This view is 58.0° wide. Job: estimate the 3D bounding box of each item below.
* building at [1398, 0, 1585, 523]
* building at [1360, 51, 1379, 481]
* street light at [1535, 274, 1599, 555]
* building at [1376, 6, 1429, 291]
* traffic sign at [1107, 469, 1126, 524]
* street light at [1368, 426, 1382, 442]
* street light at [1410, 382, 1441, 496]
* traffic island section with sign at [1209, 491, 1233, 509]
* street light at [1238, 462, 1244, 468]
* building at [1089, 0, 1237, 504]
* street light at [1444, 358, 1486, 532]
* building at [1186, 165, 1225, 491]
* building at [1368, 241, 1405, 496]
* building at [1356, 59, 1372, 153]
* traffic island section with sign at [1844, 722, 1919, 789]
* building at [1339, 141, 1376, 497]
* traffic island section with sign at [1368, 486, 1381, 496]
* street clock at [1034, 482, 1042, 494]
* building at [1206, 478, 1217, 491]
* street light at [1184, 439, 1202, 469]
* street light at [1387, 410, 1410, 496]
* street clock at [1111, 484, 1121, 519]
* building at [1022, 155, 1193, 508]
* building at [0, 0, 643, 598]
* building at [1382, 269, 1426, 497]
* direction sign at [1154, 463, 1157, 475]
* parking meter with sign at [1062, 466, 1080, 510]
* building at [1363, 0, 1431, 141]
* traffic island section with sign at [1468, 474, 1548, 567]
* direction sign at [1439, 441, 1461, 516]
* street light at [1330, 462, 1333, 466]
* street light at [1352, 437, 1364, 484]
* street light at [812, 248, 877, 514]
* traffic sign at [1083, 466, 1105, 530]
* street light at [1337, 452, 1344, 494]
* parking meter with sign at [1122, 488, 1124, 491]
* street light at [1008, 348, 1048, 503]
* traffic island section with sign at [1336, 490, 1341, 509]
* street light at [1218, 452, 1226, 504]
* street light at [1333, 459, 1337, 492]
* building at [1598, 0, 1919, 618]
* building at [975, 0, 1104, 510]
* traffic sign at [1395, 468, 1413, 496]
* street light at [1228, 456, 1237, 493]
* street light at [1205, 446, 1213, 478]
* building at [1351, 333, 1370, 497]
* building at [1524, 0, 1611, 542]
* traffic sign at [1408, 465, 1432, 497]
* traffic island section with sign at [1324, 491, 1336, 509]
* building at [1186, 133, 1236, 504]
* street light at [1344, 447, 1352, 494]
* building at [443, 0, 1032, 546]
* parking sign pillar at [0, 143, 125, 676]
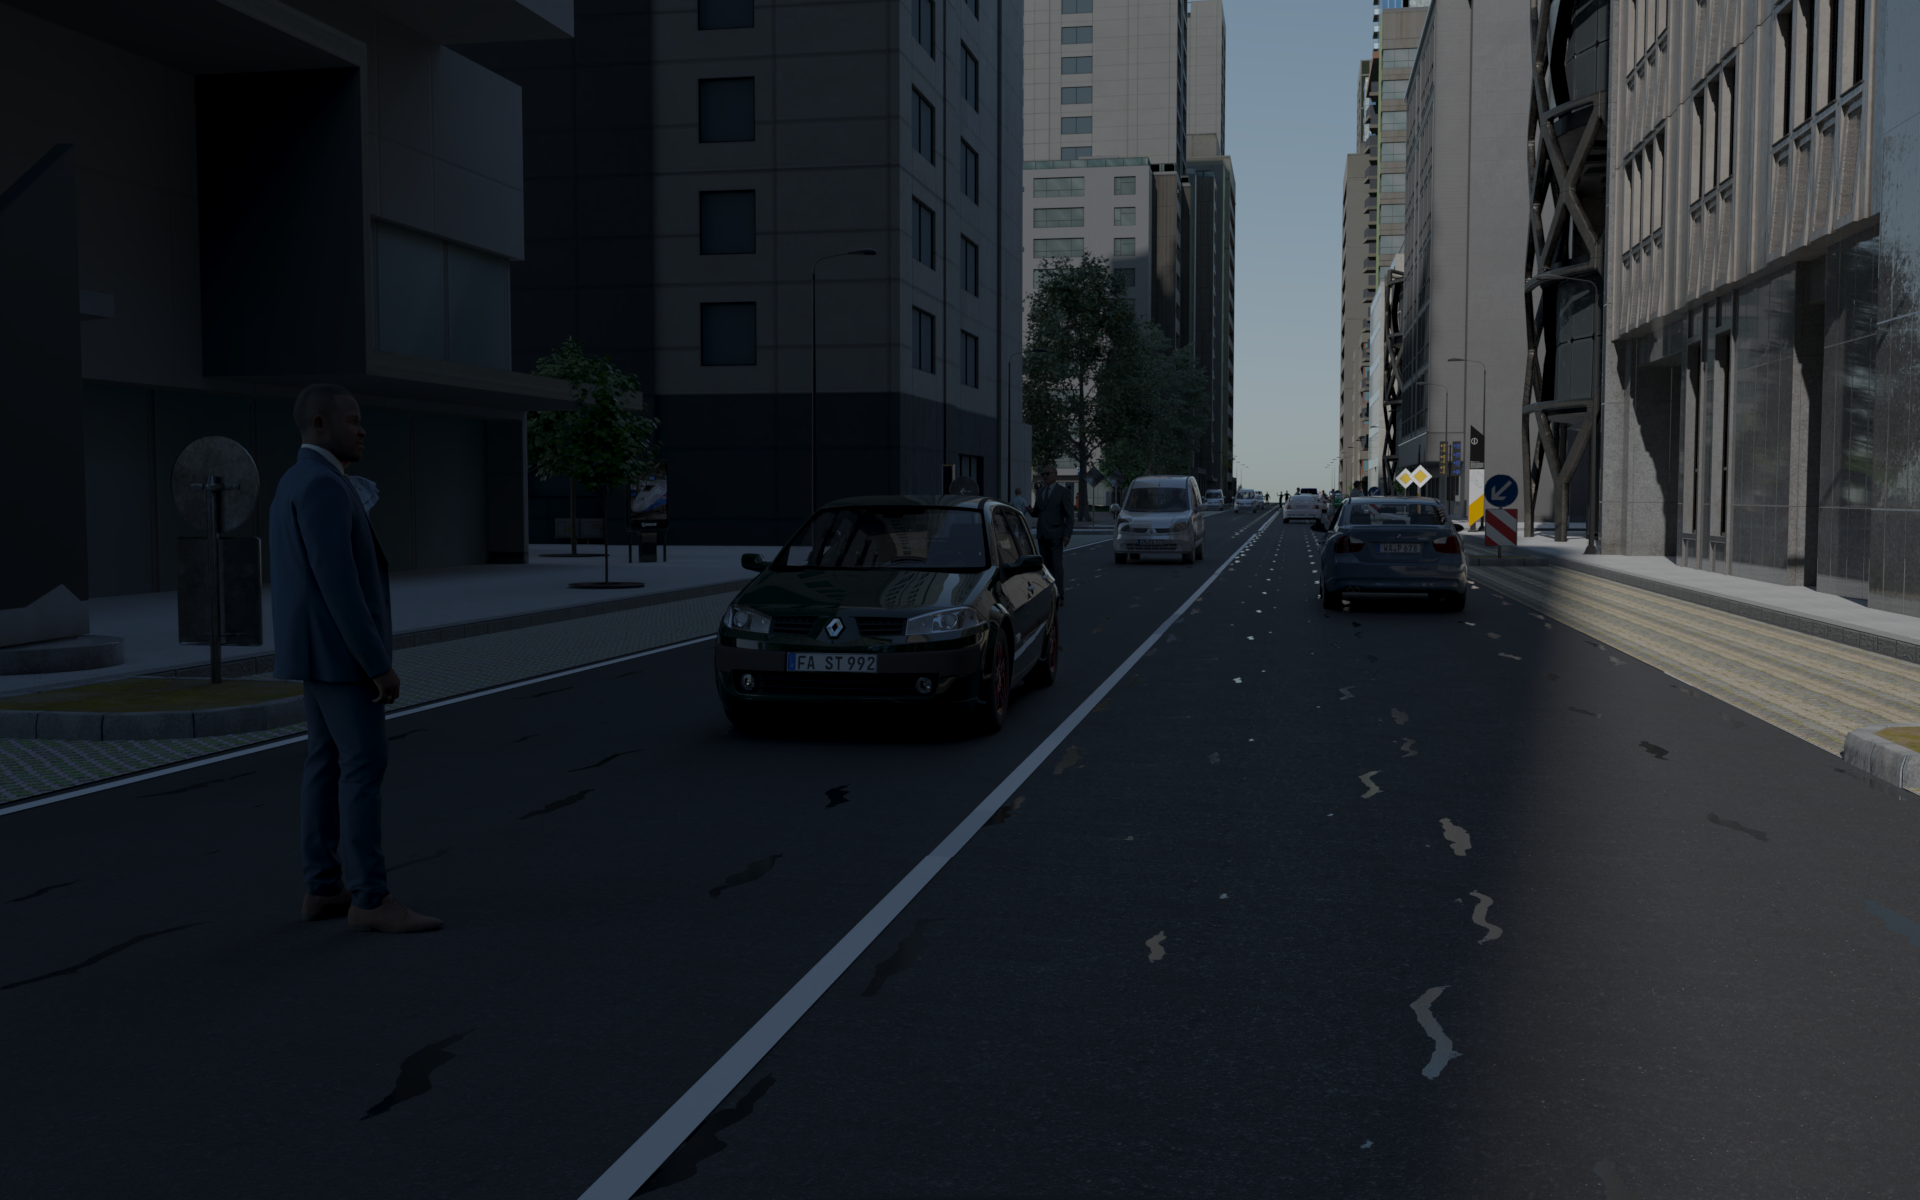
[{"bbox_3d":[30.570,-18.046,88.563,14.314,27.812,24.014,1,4,11],"label":"building"},{"bbox_3d":[50.778,-31.457,168.941,22.147,44.769,28.867,1,4,11],"label":"building"},{"bbox_3d":[12.863,-3.923,36.683,1.470,5.913,1.316,1,4,11],"label":"street light"},{"bbox_3d":[42.867,-28.449,148.741,14.154,41.232,14.086,1,4,11],"label":"building"},{"bbox_3d":[6.270,-4.026,69.461,0.795,2.450,0.064,1,4,11],"label":"traffic sign"},{"bbox_3d":[28.667,-8.905,118.132,1.470,5.913,1.316,1,4,11],"label":"street light"},{"bbox_3d":[19.636,-6.081,71.965,1.470,5.913,1.316,1,4,11],"label":"street light"},{"bbox_3d":[24.925,-9.635,166.165,1.989,1.847,2.006,1,4,11],"label":"traffic island section with sign"},{"bbox_3d":[43.922,-18.289,271.557,1.470,5.913,1.316,1,4,11],"label":"street light"},{"bbox_3d":[31.026,-50.133,257.928,20.563,71.187,20.611,1,4,11],"label":"building"},{"bbox_3d":[17.315,-5.296,59.132,1.470,5.913,1.316,1,4,11],"label":"street light"},{"bbox_3d":[24.622,-32.214,210.285,14.154,41.232,14.086,1,4,11],"label":"building"},{"bbox_3d":[36.711,-16.906,131.160,10.420,20.320,16.860,1,4,11],"label":"building"},{"bbox_3d":[73.054,-51.684,283.278,20.563,71.187,20.611,1,4,11],"label":"building"},{"bbox_3d":[5.647,-0.001,8.652,1.989,1.847,2.006,1,4,11],"label":"traffic island section with sign"},{"bbox_3d":[62.280,-37.226,232.341,21.300,48.544,21.600,1,4,11],"label":"building"},{"bbox_3d":[21.376,-4.973,89.931,1.989,1.847,2.006,1,4,11],"label":"traffic island section with sign"},{"bbox_3d":[4.872,-6.342,108.255,0.471,2.002,0.358,3,4,39],"label":"street clock"},{"bbox_3d":[12.311,-30.643,192.900,32.217,40.220,23.993,1,4,11],"label":"building"},{"bbox_3d":[19.384,-10.554,145.095,1.470,5.913,1.316,1,4,11],"label":"street light"},{"bbox_3d":[24.327,-7.529,95.642,1.470,5.913,1.316,1,4,11],"label":"street light"},{"bbox_3d":[7.921,-5.098,87.915,0.358,2.002,0.471,-2,4,-35],"label":"street clock"},{"bbox_3d":[12.872,-23.244,151.742,14.160,30.474,14.107,1,4,11],"label":"building"},{"bbox_3d":[-21.418,-26.280,18.912,28.713,52.752,27.495,1,4,11],"label":"building"},{"bbox_3d":[36.502,-15.088,114.133,16.820,18.784,16.811,1,4,11],"label":"building"},{"bbox_3d":[13.067,-7.580,115.928,0.379,3.537,0.876,1,4,16],"label":"direction sign"},{"bbox_3d":[6.771,-6.880,108.744,1.738,3.016,0.543,-2,4,-30],"label":"parking meter with sign"},{"bbox_3d":[68.944,-57.780,257.369,22.319,86.520,31.000,1,4,11],"label":"building"},{"bbox_3d":[10.765,-1.620,35.119,1.989,1.847,2.006,1,4,11],"label":"traffic island section with sign"},{"bbox_3d":[20.991,-5.030,74.242,0.876,3.537,0.379,0,4,7],"label":"direction sign"},{"bbox_3d":[49.961,-15.693,229.113,1.470,5.913,1.316,1,4,11],"label":"street light"},{"bbox_3d":[34.395,-10.703,147.538,1.470,5.913,1.316,1,4,11],"label":"street light"},{"bbox_3d":[-2.254,-3.698,33.007,1.470,5.913,1.316,1,4,11],"label":"street light"},{"bbox_3d":[4.754,-3.546,61.620,0.795,2.450,0.064,1,4,11],"label":"traffic sign"},{"bbox_3d":[43.004,-13.453,192.492,1.470,5.913,1.316,1,4,11],"label":"street light"},{"bbox_3d":[13.093,-8.845,140.882,1.738,3.016,0.543,0,4,-6],"label":"parking meter with sign"},{"bbox_3d":[2.112,-5.072,55.472,1.470,5.913,1.316,1,4,11],"label":"street light"},{"bbox_3d":[26.479,-6.592,116.401,1.989,1.847,2.006,1,4,11],"label":"traffic island section with sign"},{"bbox_3d":[28.239,-13.342,190.680,1.470,5.913,1.316,1,4,11],"label":"street light"},{"bbox_3d":[47.629,-14.887,215.941,1.470,5.913,1.316,1,4,11],"label":"street light"},{"bbox_3d":[17.592,-12.672,25.211,12.078,24.808,19.932,1,4,11],"label":"building"},{"bbox_3d":[13.674,-44.646,168.208,20.563,71.187,20.611,1,4,11],"label":"building"},{"bbox_3d":[17.306,-3.894,67.314,0.795,2.450,0.064,1,4,11],"label":"traffic sign"},{"bbox_3d":[35.197,-15.524,226.354,1.470,5.913,1.316,1,4,11],"label":"street light"},{"bbox_3d":[23.905,-11.968,168.209,1.470,5.913,1.316,1,4,11],"label":"street light"},{"bbox_3d":[59.343,-21.549,197.362,27.650,21.520,28.899,1,4,11],"label":"building"},{"bbox_3d":[24.534,-11.068,48.421,16.820,18.784,16.811,1,4,11],"label":"building"},{"bbox_3d":[15.791,-3.415,59.474,0.795,2.450,0.064,1,4,11],"label":"traffic sign"},{"bbox_3d":[41.128,-11.225,192.159,1.989,1.847,2.006,1,4,11],"label":"traffic island section with sign"},{"bbox_3d":[26.477,-37.539,237.463,21.300,48.544,21.600,1,4,11],"label":"building"},{"bbox_3d":[38.758,-12.077,170.004,1.470,5.913,1.316,1,4,11],"label":"street light"},{"bbox_3d":[-9.492,-37.521,51.715,20.611,71.187,20.563,1,4,11],"label":"building"},{"bbox_3d":[-7.019,-1.487,12.779,1.447,3.967,1.447,0,4,2],"label":"parking sign pillar"}]
